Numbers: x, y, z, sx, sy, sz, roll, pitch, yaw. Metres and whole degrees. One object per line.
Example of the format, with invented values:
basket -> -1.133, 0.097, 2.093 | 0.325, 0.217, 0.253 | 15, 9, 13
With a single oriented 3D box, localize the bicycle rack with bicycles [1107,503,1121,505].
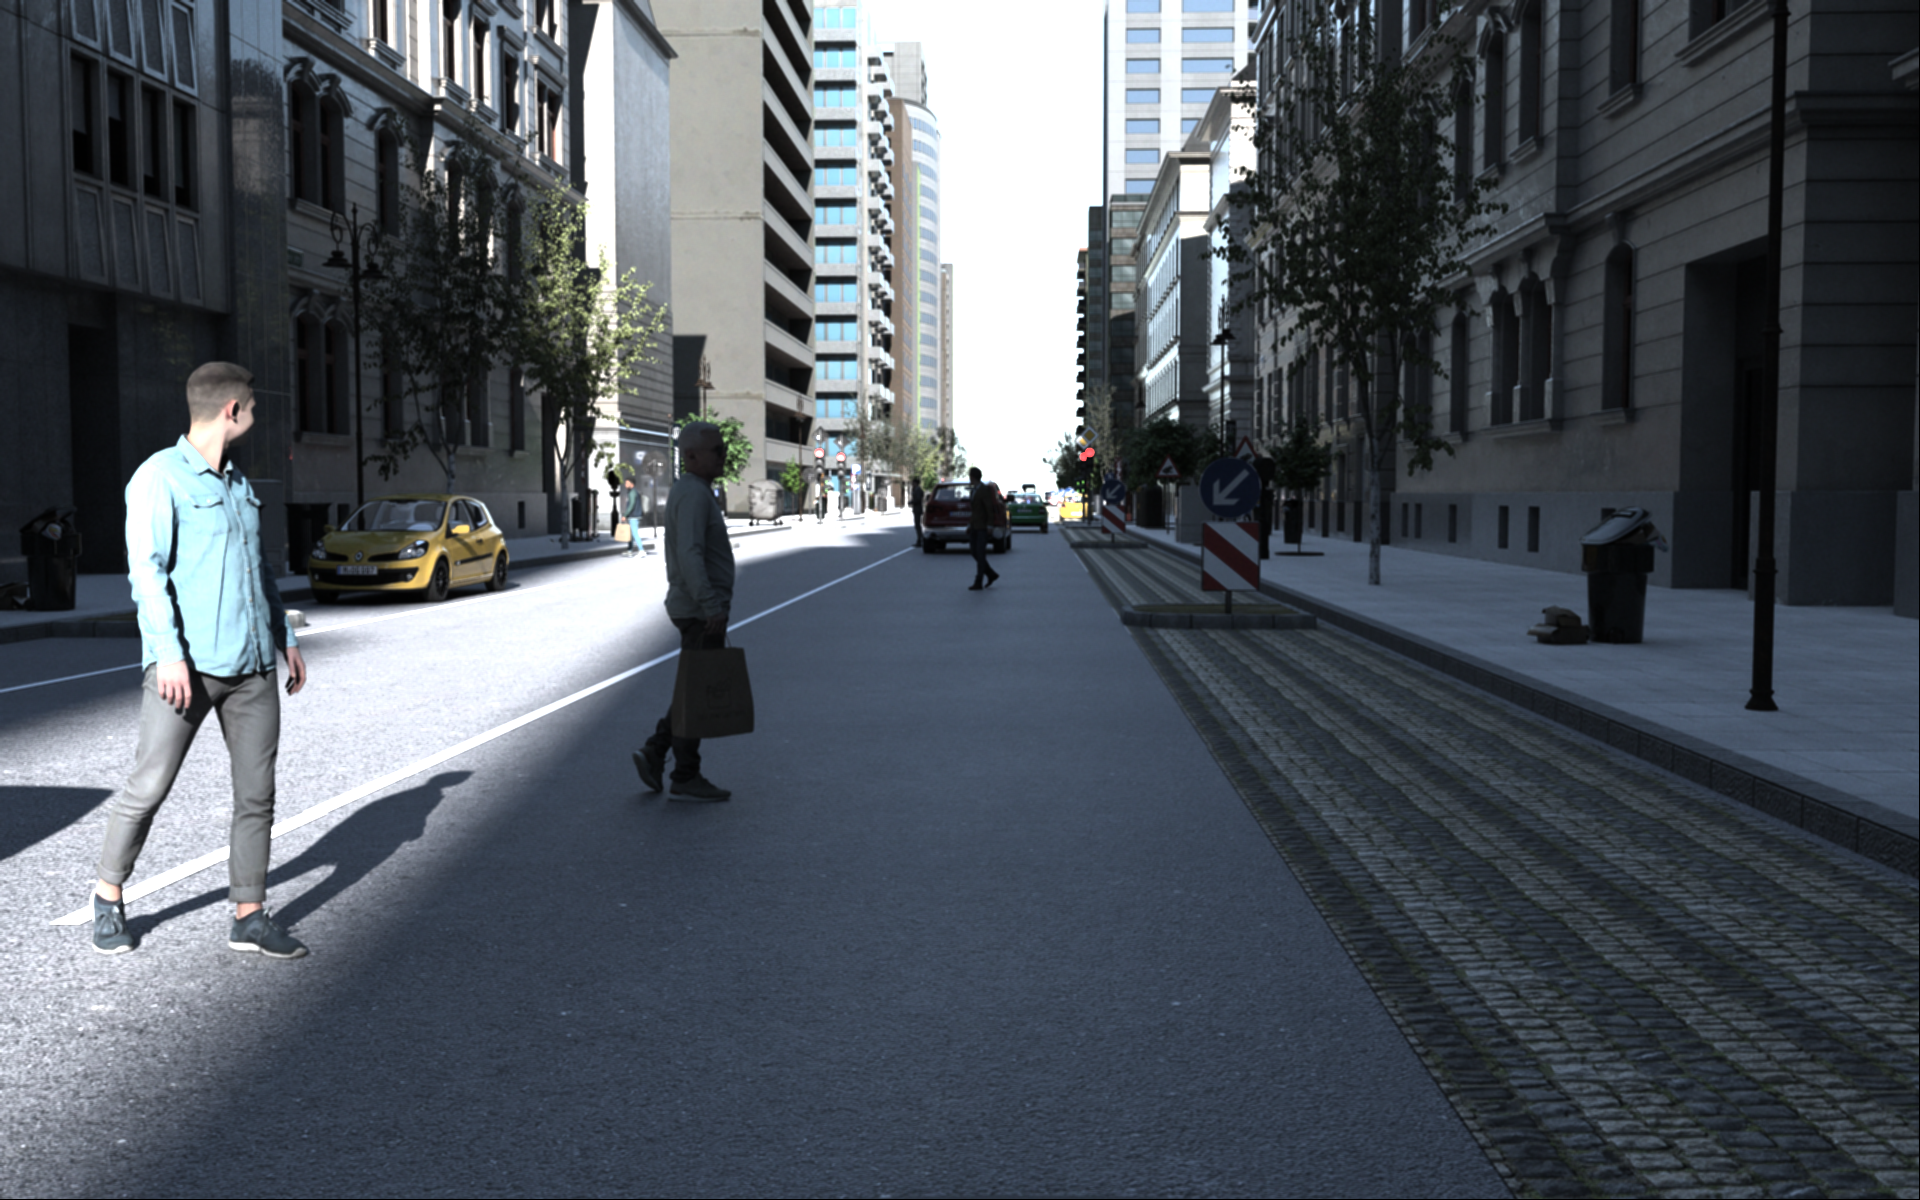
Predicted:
bicycle rack with bicycles -> 10.807, -6.176, 114.360 | 2.852, 0.926, 2.925 | 0, 4, -5

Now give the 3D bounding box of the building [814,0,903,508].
building -> -18.193, -33.692, 170.468 | 23.786, 49.044, 30.456 | 0, 4, 2

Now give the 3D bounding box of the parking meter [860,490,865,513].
parking meter -> -6.578, -6.609, 116.467 | 0.372, 1.533, 0.369 | 0, 3, 0

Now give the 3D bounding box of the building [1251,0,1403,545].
building -> 16.543, -15.746, 54.709 | 12.463, 27.353, 25.104 | 0, 4, 2

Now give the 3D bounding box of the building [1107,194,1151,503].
building -> 21.381, -24.293, 168.893 | 14.160, 30.474, 14.107 | 0, 4, 2

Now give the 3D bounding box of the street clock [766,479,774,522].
street clock -> -8.871, -4.661, 80.782 | 0.358, 2.002, 0.471 | -3, 5, -44

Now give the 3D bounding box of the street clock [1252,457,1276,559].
street clock -> 5.963, -1.805, 34.083 | 0.471, 2.002, 0.358 | -3, 4, -37

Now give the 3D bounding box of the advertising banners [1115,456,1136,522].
advertising banners -> 7.832, -5.123, 79.941 | 0.090, 3.025, 2.074 | -3, 4, -37

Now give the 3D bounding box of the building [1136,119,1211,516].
building -> 20.465, -17.143, 113.571 | 16.112, 22.955, 30.059 | 0, 4, 2

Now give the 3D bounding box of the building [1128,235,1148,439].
building -> 20.595, -21.033, 141.154 | 12.463, 27.353, 25.104 | 0, 4, 2

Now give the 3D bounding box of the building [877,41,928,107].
building -> -13.462, -51.438, 279.258 | 20.563, 71.187, 20.611 | 0, 4, 2

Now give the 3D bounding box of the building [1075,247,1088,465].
building -> 31.017, -39.359, 298.147 | 22.147, 44.769, 28.867 | 0, 4, 2

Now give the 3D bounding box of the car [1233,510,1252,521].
car -> 13.495, -3.791, 73.984 | 4.499, 1.417, 2.014 | 0, 4, 4

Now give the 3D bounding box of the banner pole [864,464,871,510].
banner pole -> -7.693, -9.362, 143.085 | 0.863, 3.779, 0.401 | 2, 4, 29

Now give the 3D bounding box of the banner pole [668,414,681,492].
banner pole -> -8.918, -3.917, 54.054 | 0.401, 3.779, 0.863 | -3, 5, -42

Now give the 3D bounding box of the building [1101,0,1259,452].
building -> 26.099, -39.618, 189.746 | 21.231, 58.520, 28.212 | 0, 4, 2

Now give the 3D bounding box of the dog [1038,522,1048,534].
dog -> 2.967, -2.596, 62.643 | 0.550, 0.427, 0.748 | 3, 4, 39

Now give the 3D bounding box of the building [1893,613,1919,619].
building -> 15.576, -13.372, 6.030 | 14.401, 28.519, 23.554 | 0, 4, 2

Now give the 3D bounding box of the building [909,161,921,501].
building -> -12.182, -32.012, 206.983 | 14.154, 41.232, 14.086 | 0, 4, 2

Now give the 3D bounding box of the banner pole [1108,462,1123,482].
banner pole -> 11.009, -8.203, 124.136 | 0.863, 3.779, 0.401 | 1, 4, 12

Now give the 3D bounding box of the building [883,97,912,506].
building -> -12.709, -33.183, 192.656 | 14.600, 45.320, 14.200 | 0, 4, 2

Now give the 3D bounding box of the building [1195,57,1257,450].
building -> 22.098, -15.706, 85.675 | 19.941, 23.489, 11.050 | 0, 4, 2

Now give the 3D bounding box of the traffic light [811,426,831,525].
traffic light -> -5.755, -5.057, 71.598 | 0.839, 4.253, 0.868 | 0, 4, 2

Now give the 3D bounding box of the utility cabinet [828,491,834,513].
utility cabinet -> -8.662, -6.568, 116.070 | 0.318, 1.500, 1.173 | 0, 4, 2

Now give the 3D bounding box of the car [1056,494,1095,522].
car -> 6.004, -4.865, 89.766 | 2.015, 1.641, 3.980 | 0, 4, 2

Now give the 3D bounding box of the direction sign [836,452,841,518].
direction sign -> -6.503, -6.219, 93.673 | 0.379, 3.537, 0.876 | 0, 4, 7

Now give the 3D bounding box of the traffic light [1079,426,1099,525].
traffic light -> 5.297, -5.029, 71.145 | 0.839, 4.253, 0.868 | 0, 4, 2

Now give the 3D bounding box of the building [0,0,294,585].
building -> -19.196, -12.528, 22.858 | 12.078, 24.808, 19.932 | 0, 4, 2

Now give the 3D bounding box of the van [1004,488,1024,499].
van -> 3.897, -7.177, 124.360 | 2.013, 2.044, 4.112 | 0, 4, 1

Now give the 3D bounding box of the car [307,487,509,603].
car -> -7.635, -0.851, 24.130 | 2.015, 1.641, 3.980 | 0, 4, 3

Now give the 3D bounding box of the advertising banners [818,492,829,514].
advertising banners -> -9.455, -7.046, 111.391 | 2.074, 3.025, 0.090 | -1, 4, -17

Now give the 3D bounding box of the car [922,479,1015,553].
car -> 0.216, -2.133, 43.545 | 2.281, 1.827, 5.304 | 0, 4, 4

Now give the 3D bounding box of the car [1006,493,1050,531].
car -> 2.452, -3.508, 66.159 | 1.959, 1.807, 4.718 | 0, 4, 2

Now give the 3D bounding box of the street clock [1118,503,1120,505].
street clock -> 12.601, -8.122, 137.364 | 0.471, 2.002, 0.358 | -3, 5, -42

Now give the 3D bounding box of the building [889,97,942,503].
building -> -13.964, -43.626, 255.279 | 21.231, 58.520, 28.212 | 0, 4, 2

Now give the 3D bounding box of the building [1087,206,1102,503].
building -> 25.106, -34.460, 247.011 | 14.154, 41.232, 14.086 | 0, 4, 2

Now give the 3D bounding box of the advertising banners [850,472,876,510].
advertising banners -> -7.837, -8.778, 139.704 | 2.074, 3.025, 0.090 | 0, 4, 7

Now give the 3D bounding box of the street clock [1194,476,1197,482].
street clock -> 7.824, -3.143, 55.962 | 0.471, 2.002, 0.358 | -2, 4, -26

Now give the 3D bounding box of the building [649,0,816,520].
building -> -20.025, -28.895, 96.134 | 21.300, 48.544, 21.600 | 0, 4, 2

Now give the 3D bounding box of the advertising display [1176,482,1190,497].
advertising display -> 11.756, -5.268, 91.346 | 0.974, 1.923, 0.123 | -3, 5, -40

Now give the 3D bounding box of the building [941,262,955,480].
building -> -8.266, -37.557, 297.643 | 14.154, 41.232, 14.086 | 0, 4, 2

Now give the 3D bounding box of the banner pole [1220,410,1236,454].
banner pole -> 7.943, -3.766, 51.590 | 0.863, 3.779, 0.401 | -3, 5, -40

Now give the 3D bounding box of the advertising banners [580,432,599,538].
advertising banners -> -10.604, -3.262, 49.518 | 0.090, 3.025, 2.074 | 0, 4, 1

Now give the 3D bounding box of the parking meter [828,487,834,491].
parking meter -> -9.684, -7.617, 130.252 | 0.255, 1.863, 0.399 | 2, 4, 34

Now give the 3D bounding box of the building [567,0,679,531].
building -> -20.413, -13.153, 64.204 | 18.267, 20.994, 9.793 | 0, 4, 2

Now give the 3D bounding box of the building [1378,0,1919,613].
building -> 16.158, -14.826, 29.791 | 14.401, 28.519, 23.554 | 0, 4, 2

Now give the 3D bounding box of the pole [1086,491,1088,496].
pole -> 10.311, -8.976, 140.605 | 0.158, 3.312, 0.155 | 0, 3, 0

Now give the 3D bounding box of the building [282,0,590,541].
building -> -19.065, -15.729, 44.561 | 14.401, 28.519, 23.554 | 0, 4, 2

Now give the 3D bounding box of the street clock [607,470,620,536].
street clock -> -10.496, -2.941, 52.657 | 0.358, 2.002, 0.471 | -3, 5, -40
